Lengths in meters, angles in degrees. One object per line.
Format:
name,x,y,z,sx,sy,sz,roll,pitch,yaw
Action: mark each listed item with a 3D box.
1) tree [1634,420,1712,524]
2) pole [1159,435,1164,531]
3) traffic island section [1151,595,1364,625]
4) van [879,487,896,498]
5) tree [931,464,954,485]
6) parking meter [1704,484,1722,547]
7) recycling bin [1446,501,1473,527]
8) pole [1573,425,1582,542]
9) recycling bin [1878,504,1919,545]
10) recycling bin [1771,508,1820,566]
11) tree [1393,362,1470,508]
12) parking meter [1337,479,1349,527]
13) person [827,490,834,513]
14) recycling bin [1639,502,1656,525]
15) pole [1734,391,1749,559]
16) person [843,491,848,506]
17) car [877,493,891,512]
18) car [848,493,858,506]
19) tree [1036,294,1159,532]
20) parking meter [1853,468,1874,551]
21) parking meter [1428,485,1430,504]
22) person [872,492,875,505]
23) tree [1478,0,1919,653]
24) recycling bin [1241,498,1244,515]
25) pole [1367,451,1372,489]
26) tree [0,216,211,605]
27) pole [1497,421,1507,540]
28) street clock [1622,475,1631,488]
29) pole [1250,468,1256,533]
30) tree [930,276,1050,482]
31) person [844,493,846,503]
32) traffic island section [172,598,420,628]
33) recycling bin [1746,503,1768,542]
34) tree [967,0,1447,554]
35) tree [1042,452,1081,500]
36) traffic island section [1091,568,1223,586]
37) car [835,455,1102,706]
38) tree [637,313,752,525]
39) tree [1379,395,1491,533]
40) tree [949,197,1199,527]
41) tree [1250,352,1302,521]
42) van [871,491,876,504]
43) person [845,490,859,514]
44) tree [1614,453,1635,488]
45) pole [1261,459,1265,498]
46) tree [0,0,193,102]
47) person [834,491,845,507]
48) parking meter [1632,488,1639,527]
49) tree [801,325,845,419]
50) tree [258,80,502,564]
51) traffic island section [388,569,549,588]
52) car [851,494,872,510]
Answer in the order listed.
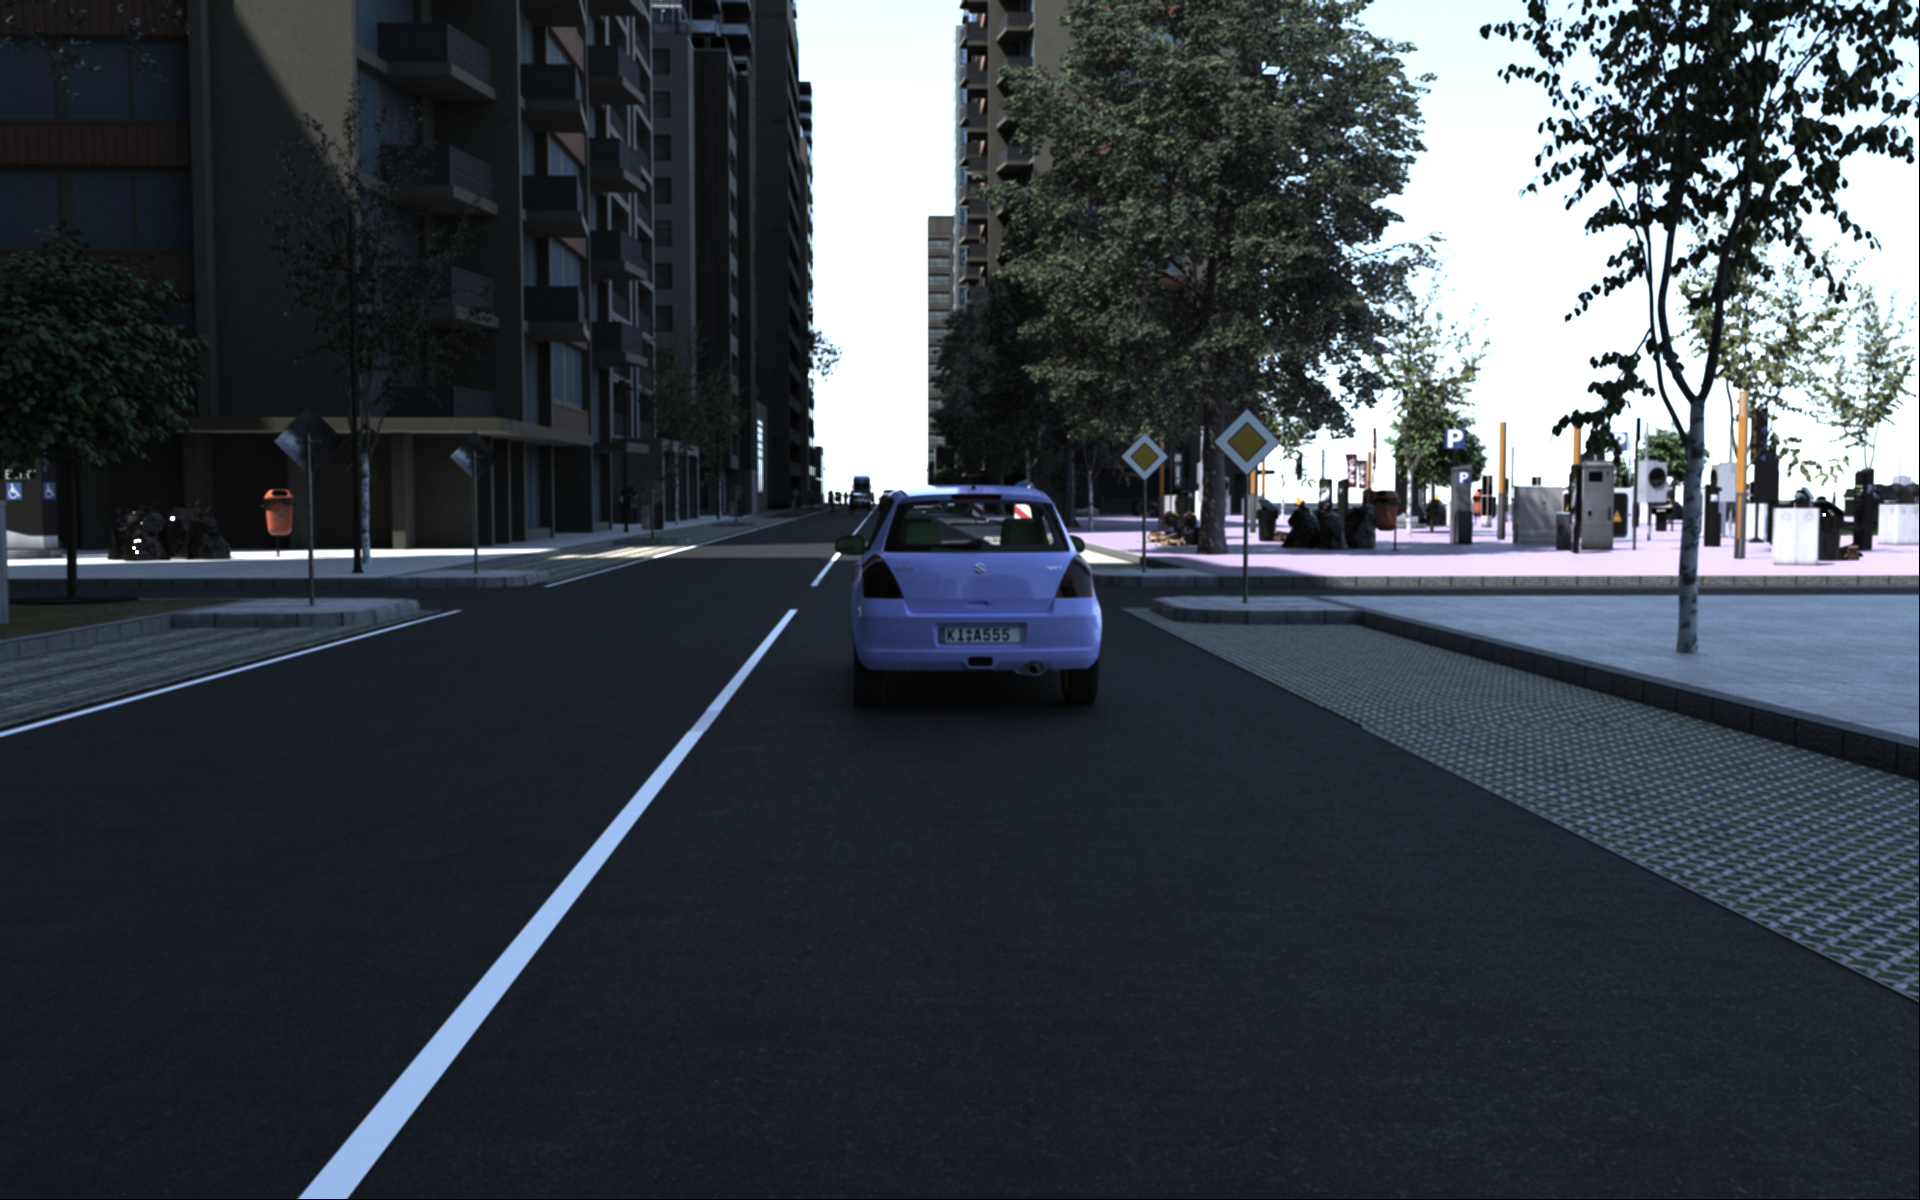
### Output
tree,30.748,-5.578,74.918,4.285,4.588,4.351,0,3,0
pole,6.927,-4.017,59.528,0.158,3.312,0.155,0,3,0
traffic island section,3.368,0.118,20.347,2.009,0.180,2.903,0,4,-2
van,-6.143,-8.936,153.116,2.013,2.044,4.112,0,4,-3
tree,-1.524,-12.683,191.077,4.285,4.588,4.351,0,3,0
parking meter,18.412,-2.076,42.347,0.372,1.533,0.369,0,3,0
recycling bin,19.297,-3.326,66.931,0.722,1.027,0.722,-2,4,-25
pole,15.509,-3.041,43.570,0.158,3.312,0.155,0,3,0
recycling bin,23.641,-1.897,43.562,0.722,1.027,0.722,0,4,-7
recycling bin,15.146,-1.153,31.403,0.722,1.027,0.722,1,4,22
tree,25.515,-8.844,94.959,4.360,8.622,3.978,0,3,0
parking meter,14.540,-3.675,65.790,0.255,1.863,0.399,-2,4,-33
person,-10.112,-7.687,134.714,0.750,1.759,0.617,1,4,14
recycling bin,28.696,-3.634,71.978,0.722,1.027,0.722,2,4,33
pole,15.468,-2.472,34.268,0.158,3.312,0.155,0,3,0
person,-14.089,-12.569,214.020,0.705,1.822,1.348,1,4,18
car,-5.758,-8.145,142.210,2.155,1.783,4.494,0,4,-2
car,-11.583,-11.261,193.713,1.945,1.707,3.694,0,4,-1
tree,4.457,-6.588,58.078,4.360,8.622,3.978,0,3,0
parking meter,20.534,-2.058,39.365,0.399,1.863,0.255,-2,4,-29
parking meter,27.017,-5.710,99.072,0.399,1.863,0.255,-1,4,-16
person,-11.257,-13.076,223.017,0.721,1.743,1.217,-1,4,-10
tree,6.093,-3.889,13.951,4.737,8.622,4.395,0,3,0
recycling bin,17.391,-5.600,104.115,0.722,1.027,0.722,3,5,42
pole,19.530,-5.433,82.676,0.158,3.312,0.155,0,3,0
tree,-10.712,-2.255,20.585,4.285,4.588,4.351,0,3,0
pole,15.242,-3.355,48.690,0.158,3.312,0.155,0,3,0
street clock,25.208,-3.729,65.537,0.358,2.002,0.471,0,4,7
pole,9.722,-3.888,57.407,0.158,3.312,0.155,0,3,0
tree,3.597,-10.880,88.265,12.009,13.543,11.850,0,3,0
person,-16.528,-14.845,251.078,0.599,1.838,0.709,-2,4,-24
traffic island section,-7.464,0.146,19.892,2.009,0.180,2.903,0,4,-2
recycling bin,21.621,-2.114,47.115,0.722,1.027,0.722,3,5,41
tree,5.314,-7.960,36.805,9.857,13.997,8.962,0,3,0
tree,4.706,-5.080,77.659,1.663,3.219,1.824,0,3,0
traffic island section,3.028,-0.370,28.325,2.009,0.180,2.903,0,4,-2
car,0.024,-0.212,13.060,1.945,1.707,3.694,0,4,-4
tree,-11.563,-7.417,71.624,4.737,8.622,4.395,0,3,0
tree,15.623,-4.513,57.502,4.285,4.588,4.351,0,3,0
tree,4.352,-9.190,67.272,9.611,12.733,9.660,0,3,0
tree,15.443,-8.041,81.830,4.737,8.622,4.395,0,3,0
van,-13.583,-15.417,259.073,2.013,2.044,4.112,0,4,-4
person,-7.956,-7.174,126.515,1.217,1.743,0.721,-1,4,-22
tree,30.290,-5.193,79.511,1.663,3.219,1.824,0,3,0
pole,17.143,-6.363,97.884,0.158,3.312,0.155,0,3,0
tree,-10.249,-6.147,10.878,12.009,13.543,11.850,0,3,0
person,-13.603,-11.479,196.258,1.350,1.814,0.705,-3,4,-36
parking meter,26.315,-3.621,67.606,0.372,1.533,0.369,0,3,0
tree,-18.782,-19.720,178.308,12.611,20.169,13.585,0,3,0
tree,-10.818,-4.990,31.957,4.360,8.622,3.978,0,3,0
traffic island section,-7.804,-0.342,27.870,2.009,0.180,2.903,0,4,-2
car,-9.027,-9.052,157.779,2.009,1.686,4.222,0,4,-1
